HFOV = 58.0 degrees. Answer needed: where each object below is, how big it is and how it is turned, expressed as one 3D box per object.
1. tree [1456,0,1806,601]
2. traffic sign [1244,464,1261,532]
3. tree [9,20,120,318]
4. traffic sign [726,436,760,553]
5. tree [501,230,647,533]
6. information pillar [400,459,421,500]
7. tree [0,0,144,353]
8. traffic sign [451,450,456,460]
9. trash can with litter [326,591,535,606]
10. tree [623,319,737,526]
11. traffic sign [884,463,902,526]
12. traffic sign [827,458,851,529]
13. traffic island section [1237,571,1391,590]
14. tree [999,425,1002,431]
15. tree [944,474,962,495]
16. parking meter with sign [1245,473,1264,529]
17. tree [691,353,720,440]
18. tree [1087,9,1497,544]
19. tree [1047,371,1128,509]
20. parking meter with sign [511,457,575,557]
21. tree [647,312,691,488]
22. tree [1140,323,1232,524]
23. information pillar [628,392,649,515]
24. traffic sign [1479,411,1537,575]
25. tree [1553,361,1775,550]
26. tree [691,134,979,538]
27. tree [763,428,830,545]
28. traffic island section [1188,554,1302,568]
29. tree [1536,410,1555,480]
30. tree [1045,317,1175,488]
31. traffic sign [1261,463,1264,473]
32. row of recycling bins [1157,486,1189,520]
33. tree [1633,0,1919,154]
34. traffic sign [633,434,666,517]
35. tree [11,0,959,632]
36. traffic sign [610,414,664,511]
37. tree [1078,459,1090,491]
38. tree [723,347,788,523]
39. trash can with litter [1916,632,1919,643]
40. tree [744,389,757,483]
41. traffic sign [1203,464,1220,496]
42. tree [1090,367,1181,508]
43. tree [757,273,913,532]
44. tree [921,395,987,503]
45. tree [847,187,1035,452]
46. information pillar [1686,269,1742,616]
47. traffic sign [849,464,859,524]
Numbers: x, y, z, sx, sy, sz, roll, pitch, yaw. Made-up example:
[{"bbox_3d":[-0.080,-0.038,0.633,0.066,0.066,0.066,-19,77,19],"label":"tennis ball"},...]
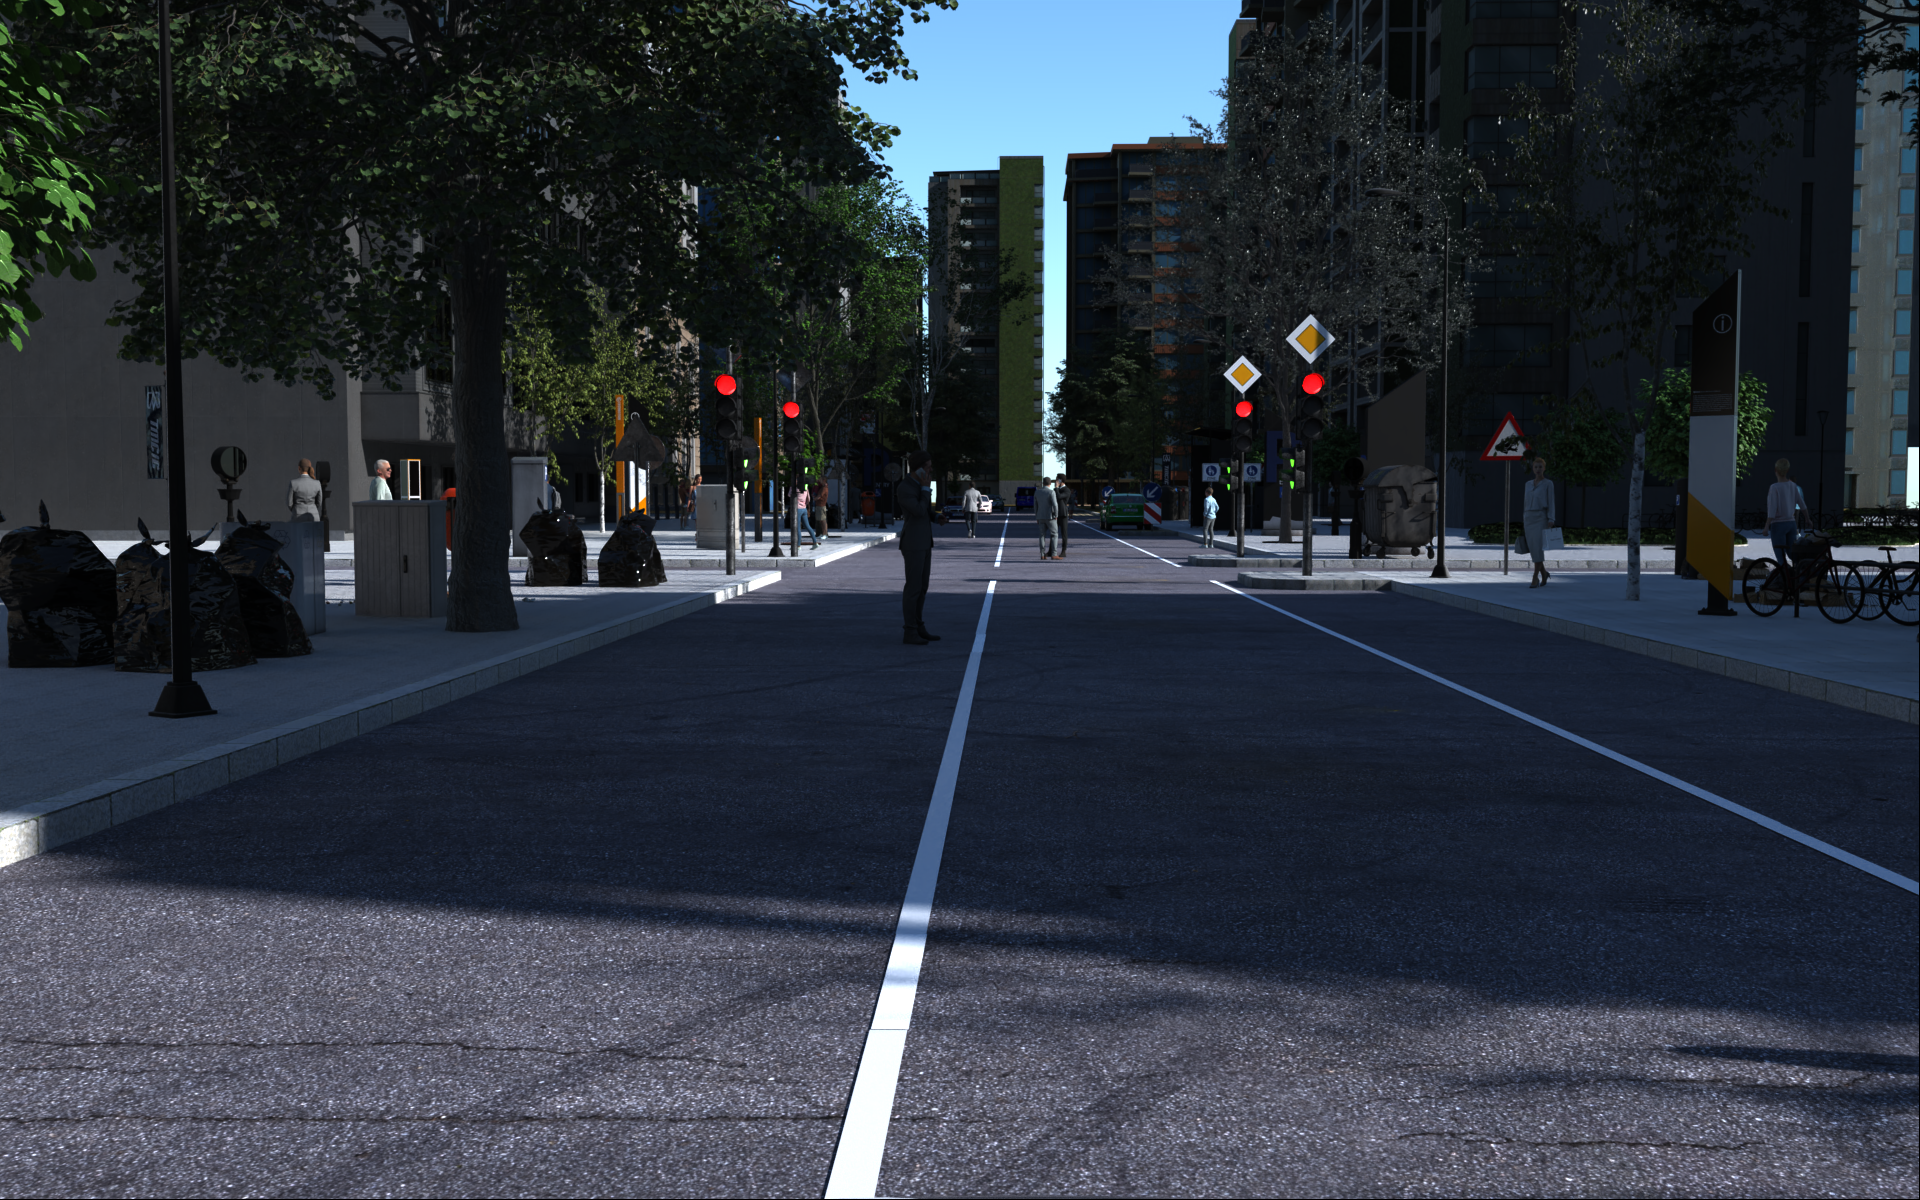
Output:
[{"bbox_3d":[8.159,-4.315,20.907,4.360,8.622,3.978,0,3,0],"label":"tree"},{"bbox_3d":[9.714,-3.399,57.703,0.606,2.300,0.079,0,4,2],"label":"traffic sign"},{"bbox_3d":[-12.623,-4.374,21.885,4.360,8.622,3.978,0,3,0],"label":"tree"},{"bbox_3d":[-4.759,-2.315,37.955,0.768,2.556,0.104,0,4,4],"label":"traffic sign"},{"bbox_3d":[-11.866,-6.056,49.372,4.737,8.622,4.395,0,3,0],"label":"tree"},{"bbox_3d":[-11.623,-1.968,36.667,0.304,2.012,0.304,3,5,40],"label":"information pillar"},{"bbox_3d":[-5.142,-1.418,6.904,4.285,4.588,4.351,0,3,0],"label":"tree"},{"bbox_3d":[-7.643,-1.676,27.399,0.884,2.594,0.081,1,4,10],"label":"traffic sign"},{"bbox_3d":[-6.195,-0.579,20.531,2.233,1.210,1.678,1,4,10],"label":"trash can with litter"},{"bbox_3d":[-11.344,-7.327,70.159,4.360,8.622,3.978,0,3,0],"label":"tree"},{"bbox_3d":[-2.740,-4.309,70.554,0.768,2.556,0.104,0,4,8],"label":"traffic sign"},{"bbox_3d":[-4.390,-3.838,62.758,0.884,2.594,0.081,0,4,5],"label":"traffic sign"},{"bbox_3d":[5.477,-0.302,27.223,2.009,0.180,2.903,0,4,2],"label":"traffic island section"},{"bbox_3d":[-1.675,-13.755,131.554,9.857,13.997,8.962,0,3,0],"label":"tree"},{"bbox_3d":[-0.483,-10.389,164.457,1.663,3.219,1.824,0,3,0],"label":"tree"},{"bbox_3d":[11.191,-4.111,63.469,1.738,3.016,0.543,3,5,44],"label":"parking meter with sign"},{"bbox_3d":[-11.913,-7.051,65.638,4.737,8.622,4.395,0,3,0],"label":"tree"},{"bbox_3d":[8.505,-8.213,44.660,12.009,13.543,11.850,0,3,0],"label":"tree"},{"bbox_3d":[11.066,-13.401,144.859,9.928,11.665,9.643,0,3,0],"label":"tree"},{"bbox_3d":[-8.789,-2.394,35.401,1.738,3.016,0.543,0,4,-6],"label":"parking meter with sign"},{"bbox_3d":[-11.683,-6.551,57.473,4.737,8.622,4.395,0,3,0],"label":"tree"},{"bbox_3d":[9.786,-7.545,73.722,4.360,8.622,3.978,0,3,0],"label":"tree"},{"bbox_3d":[-7.432,-2.978,40.045,0.504,3.616,0.183,-2,4,-32],"label":"information pillar"},{"bbox_3d":[8.640,-1.672,27.343,0.884,2.594,0.081,0,4,5],"label":"traffic sign"},{"bbox_3d":[16.966,-3.436,39.895,4.285,4.588,4.351,0,3,0],"label":"tree"},{"bbox_3d":[-4.229,-7.650,50.837,9.928,11.665,9.643,0,3,0],"label":"tree"},{"bbox_3d":[-4.164,-3.002,43.689,1.663,3.219,1.824,0,3,0],"label":"tree"},{"bbox_3d":[5.722,-0.790,35.204,2.009,0.180,2.903,0,4,2],"label":"traffic island section"},{"bbox_3d":[20.235,-4.431,56.157,4.285,4.588,4.351,0,3,0],"label":"tree"},{"bbox_3d":[11.047,-13.445,126.479,9.857,13.997,8.962,0,3,0],"label":"tree"},{"bbox_3d":[11.458,-3.972,64.953,0.884,2.594,0.081,0,4,6],"label":"traffic sign"},{"bbox_3d":[10.556,-4.800,85.597,1.069,1.692,3.534,2,4,26],"label":"row of recycling bins"},{"bbox_3d":[7.806,-4.715,11.499,7.601,10.594,8.767,-1,4,-13],"label":"tree"},{"bbox_3d":[-6.661,-2.254,36.955,0.768,2.556,0.104,0,4,6],"label":"traffic sign"},{"bbox_3d":[-4.635,-6.685,15.963,9.857,13.997,8.962,0,3,0],"label":"tree"},{"bbox_3d":[-5.253,-1.722,28.157,0.884,2.594,0.081,0,4,2],"label":"traffic sign"},{"bbox_3d":[12.494,-12.564,155.776,4.737,8.622,4.395,0,3,0],"label":"tree"},{"bbox_3d":[-9.512,-7.731,76.765,4.737,8.622,4.395,0,3,0],"label":"tree"},{"bbox_3d":[9.125,-0.222,14.683,2.233,1.210,1.678,0,4,-4],"label":"trash can with litter"},{"bbox_3d":[-11.452,-8.090,82.638,4.360,8.622,3.978,0,3,0],"label":"tree"},{"bbox_3d":[8.381,-3.405,57.806,0.606,2.300,0.079,0,4,5],"label":"traffic sign"},{"bbox_3d":[10.883,-9.394,103.960,4.737,8.622,4.395,0,3,0],"label":"tree"},{"bbox_3d":[-3.868,-6.631,58.784,4.360,8.622,3.978,0,3,0],"label":"tree"},{"bbox_3d":[-1.025,-13.408,153.640,8.767,10.594,7.601,3,5,39],"label":"tree"},{"bbox_3d":[-0.908,-15.236,105.000,12.611,20.169,13.585,0,3,0],"label":"tree"},{"bbox_3d":[7.976,-1.649,18.313,0.183,3.616,0.504,-3,5,-43],"label":"information pillar"},{"bbox_3d":[-4.719,-4.541,74.346,0.768,2.556,0.104,0,4,3],"label":"traffic sign"}]
